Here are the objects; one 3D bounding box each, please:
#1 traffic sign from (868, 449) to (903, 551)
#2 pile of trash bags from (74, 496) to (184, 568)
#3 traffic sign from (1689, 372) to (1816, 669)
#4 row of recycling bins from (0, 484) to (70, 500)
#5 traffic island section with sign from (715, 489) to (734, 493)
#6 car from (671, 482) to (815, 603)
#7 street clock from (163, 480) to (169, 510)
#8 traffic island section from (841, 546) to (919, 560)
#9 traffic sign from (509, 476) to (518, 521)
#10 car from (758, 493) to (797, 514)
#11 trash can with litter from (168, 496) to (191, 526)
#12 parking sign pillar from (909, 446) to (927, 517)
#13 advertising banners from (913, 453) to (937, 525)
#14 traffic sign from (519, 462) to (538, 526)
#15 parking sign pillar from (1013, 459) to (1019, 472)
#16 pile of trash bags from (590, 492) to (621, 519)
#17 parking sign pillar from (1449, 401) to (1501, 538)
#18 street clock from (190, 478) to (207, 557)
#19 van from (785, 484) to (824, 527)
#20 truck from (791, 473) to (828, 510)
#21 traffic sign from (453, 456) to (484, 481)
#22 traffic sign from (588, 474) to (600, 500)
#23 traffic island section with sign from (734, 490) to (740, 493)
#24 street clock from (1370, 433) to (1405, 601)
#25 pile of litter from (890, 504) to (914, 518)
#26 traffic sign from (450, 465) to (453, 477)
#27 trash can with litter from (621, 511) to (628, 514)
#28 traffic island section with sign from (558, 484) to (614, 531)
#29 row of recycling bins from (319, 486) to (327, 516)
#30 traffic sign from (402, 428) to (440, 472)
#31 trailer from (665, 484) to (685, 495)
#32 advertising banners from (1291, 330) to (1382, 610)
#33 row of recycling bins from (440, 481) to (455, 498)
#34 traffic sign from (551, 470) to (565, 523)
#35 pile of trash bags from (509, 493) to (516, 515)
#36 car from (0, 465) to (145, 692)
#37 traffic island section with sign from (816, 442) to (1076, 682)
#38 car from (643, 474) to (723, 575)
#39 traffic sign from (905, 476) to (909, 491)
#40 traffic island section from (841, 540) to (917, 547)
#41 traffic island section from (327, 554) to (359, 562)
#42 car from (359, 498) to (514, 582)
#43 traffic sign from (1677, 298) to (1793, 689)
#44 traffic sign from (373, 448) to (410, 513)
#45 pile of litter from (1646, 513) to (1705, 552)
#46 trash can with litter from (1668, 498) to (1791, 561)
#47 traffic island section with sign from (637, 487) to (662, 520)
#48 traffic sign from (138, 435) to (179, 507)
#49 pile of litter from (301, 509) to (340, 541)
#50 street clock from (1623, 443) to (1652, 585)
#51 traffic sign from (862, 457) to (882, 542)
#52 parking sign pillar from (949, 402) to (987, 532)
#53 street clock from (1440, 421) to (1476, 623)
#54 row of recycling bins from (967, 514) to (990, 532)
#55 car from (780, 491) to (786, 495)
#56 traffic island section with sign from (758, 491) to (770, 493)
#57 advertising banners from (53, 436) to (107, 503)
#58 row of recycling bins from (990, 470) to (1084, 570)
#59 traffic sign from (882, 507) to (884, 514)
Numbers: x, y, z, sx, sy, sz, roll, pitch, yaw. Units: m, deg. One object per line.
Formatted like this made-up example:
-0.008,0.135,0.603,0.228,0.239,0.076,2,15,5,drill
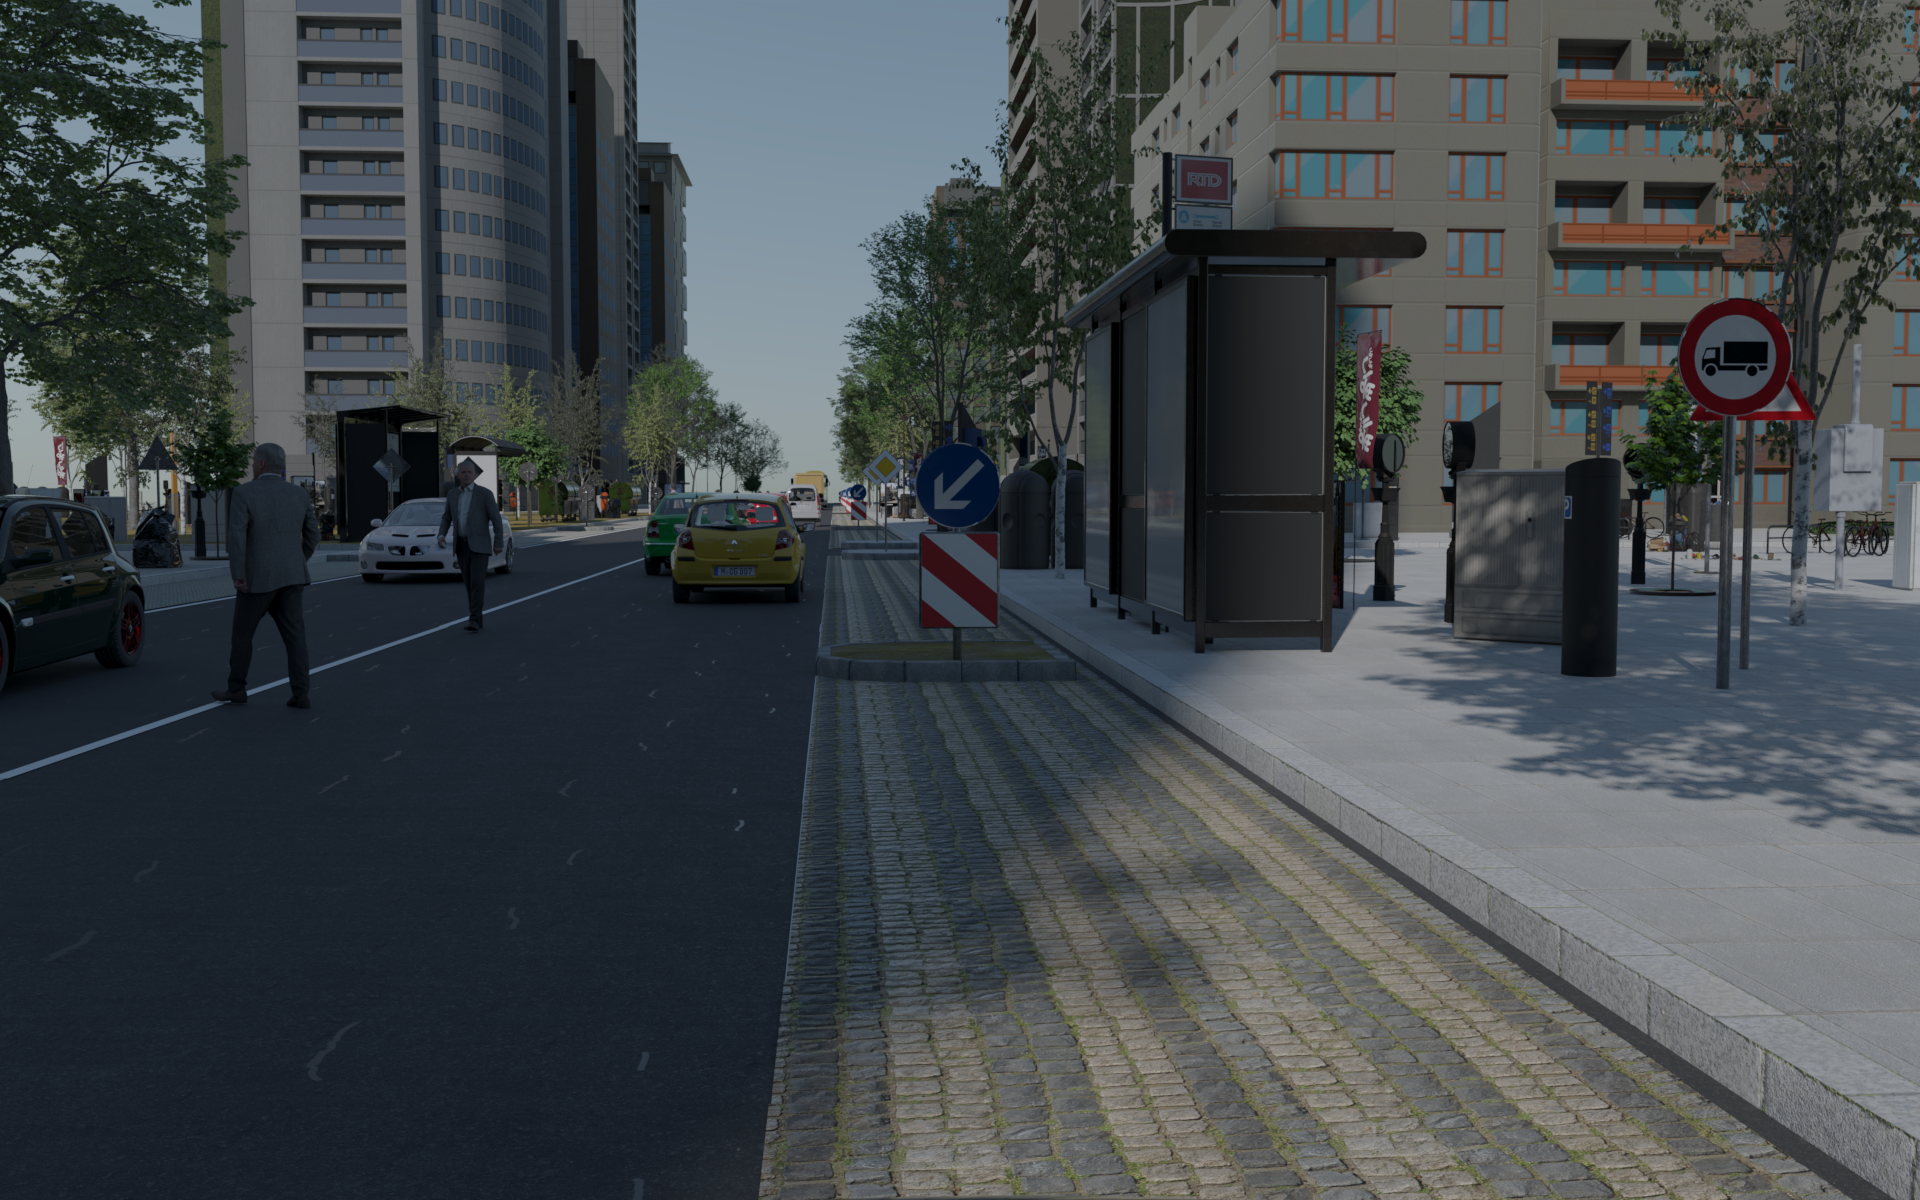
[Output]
-1.658,-2.141,38.647,0.795,2.450,0.064,0,4,-4,traffic sign
-15.417,-1.265,30.432,3.447,1.369,1.912,-1,4,-10,pile of trash bags
5.749,-0.772,12.626,0.884,2.594,0.081,0,4,5,traffic sign
-49.935,-5.280,93.443,3.534,1.692,1.069,-1,4,-19,row of recycling bins
-20.272,-8.384,145.713,1.989,1.847,2.006,0,4,-4,traffic island section with sign
-3.051,-0.861,24.294,2.015,1.641,3.980,0,4,-4,car
-41.378,-5.242,90.277,0.358,2.002,0.471,-2,4,-29,street clock
-1.635,-1.006,38.726,2.009,0.180,2.903,0,4,-4,traffic island section
-21.399,-5.104,83.560,0.768,2.556,0.104,0,4,1,traffic sign
-7.542,-3.637,68.499,2.155,1.783,4.494,0,4,-6,car
-31.004,-3.567,69.372,2.233,1.210,1.678,-1,4,-18,trash can with litter
-2.603,-6.649,97.180,1.447,3.967,1.447,0,4,0,parking sign pillar
-1.096,-4.680,72.712,2.074,3.025,0.090,2,4,31,advertising banners
-17.165,-4.204,68.846,0.768,2.556,0.104,0,4,5,traffic sign
4.124,-8.042,119.966,1.447,3.967,1.447,-1,4,-22,parking sign pillar
-18.871,-5.003,91.552,1.912,1.369,3.447,-1,4,-16,pile of trash bags
15.014,-3.788,50.408,1.447,3.967,1.447,1,4,15,parking sign pillar
-15.578,-1.890,35.467,0.358,2.002,0.471,-3,4,-36,street clock
-7.033,-4.286,77.096,2.013,2.044,4.112,0,4,-5,van
-13.669,-9.860,157.137,3.469,3.379,9.791,0,4,-5,truck
-13.003,-2.582,45.854,0.795,2.450,0.064,0,4,-4,traffic sign
-23.197,-6.716,109.910,0.768,2.556,0.104,0,4,0,traffic sign
-22.220,-10.029,172.598,1.989,1.847,2.006,0,4,-4,traffic island section with sign
5.096,-0.990,20.763,0.471,2.002,0.358,-3,5,-41,street clock
-3.070,-4.799,92.429,1.176,0.858,1.719,-1,4,-22,pile of litter
-19.539,-4.132,67.661,0.768,2.556,0.104,0,4,4,traffic sign
-21.707,-6.080,110.794,1.055,1.170,0.624,0,4,-8,trash can with litter
-14.633,-3.622,67.853,1.989,1.847,2.006,0,4,-4,traffic island section with sign
-31.599,-4.850,86.405,1.069,1.692,3.534,0,4,2,row of recycling bins
-17.206,-3.651,53.564,2.265,3.308,0.079,0,4,4,traffic sign
-16.824,-5.811,102.057,1.471,1.999,3.904,0,4,-5,trailer
4.193,-1.426,19.508,0.090,3.025,2.074,-1,4,-16,advertising banners
-16.798,-3.023,56.544,1.069,1.692,3.534,-1,4,-21,row of recycling bins
-18.048,-4.731,77.459,0.768,2.556,0.104,0,4,1,traffic sign
-28.003,-5.719,103.257,3.447,1.369,1.912,-1,4,-21,pile of trash bags
-7.582,-0.192,12.922,2.009,1.686,4.222,0,4,-5,car
-0.175,-0.332,14.062,1.989,1.847,2.006,0,4,-4,traffic island section with sign
-4.767,-1.425,32.092,1.959,1.807,4.718,0,4,-3,car
-3.601,-7.450,121.906,0.768,2.556,0.104,0,4,-4,traffic sign
-2.212,-1.493,46.690,2.009,0.180,2.903,0,4,-4,traffic island section
-12.448,-0.958,37.950,2.009,0.180,2.903,0,4,-4,traffic island section
-8.930,-1.068,29.828,2.083,1.381,4.827,0,4,-4,car
5.031,-0.688,11.348,0.768,2.556,0.104,0,4,-3,traffic sign
-12.425,-2.095,37.890,0.795,2.450,0.064,0,4,-4,traffic sign
15.906,-1.514,38.726,1.719,0.858,1.176,1,4,12,pile of litter
15.154,-1.397,33.891,2.233,1.210,1.678,2,4,31,trash can with litter
-16.574,-5.267,94.738,1.989,1.847,2.006,0,4,-4,traffic island section with sign
-17.786,-2.350,38.429,0.884,2.594,0.081,0,4,-3,traffic sign
-17.729,-2.070,47.815,1.176,0.858,1.719,-1,4,-19,pile of litter
9.656,-1.225,24.606,0.471,2.002,0.358,1,4,18,street clock
-2.235,-2.628,46.611,0.795,2.450,0.064,0,4,-4,traffic sign
0.389,-3.846,51.357,1.447,3.967,1.447,2,4,24,parking sign pillar
4.950,-0.775,17.240,0.358,2.002,0.471,0,4,3,street clock
1.568,-1.806,36.640,3.534,1.692,1.069,3,5,42,row of recycling bins
-23.497,-13.741,233.343,2.281,1.827,5.304,0,4,-2,car
-26.170,-13.363,227.105,1.989,1.847,2.006,0,4,-4,traffic island section with sign
-26.382,-3.408,51.914,2.074,3.025,0.090,1,4,22,advertising banners
2.407,-1.405,30.083,3.534,1.692,1.069,-1,4,-18,row of recycling bins
-4.880,-6.704,109.721,0.768,2.556,0.104,0,4,4,traffic sign
